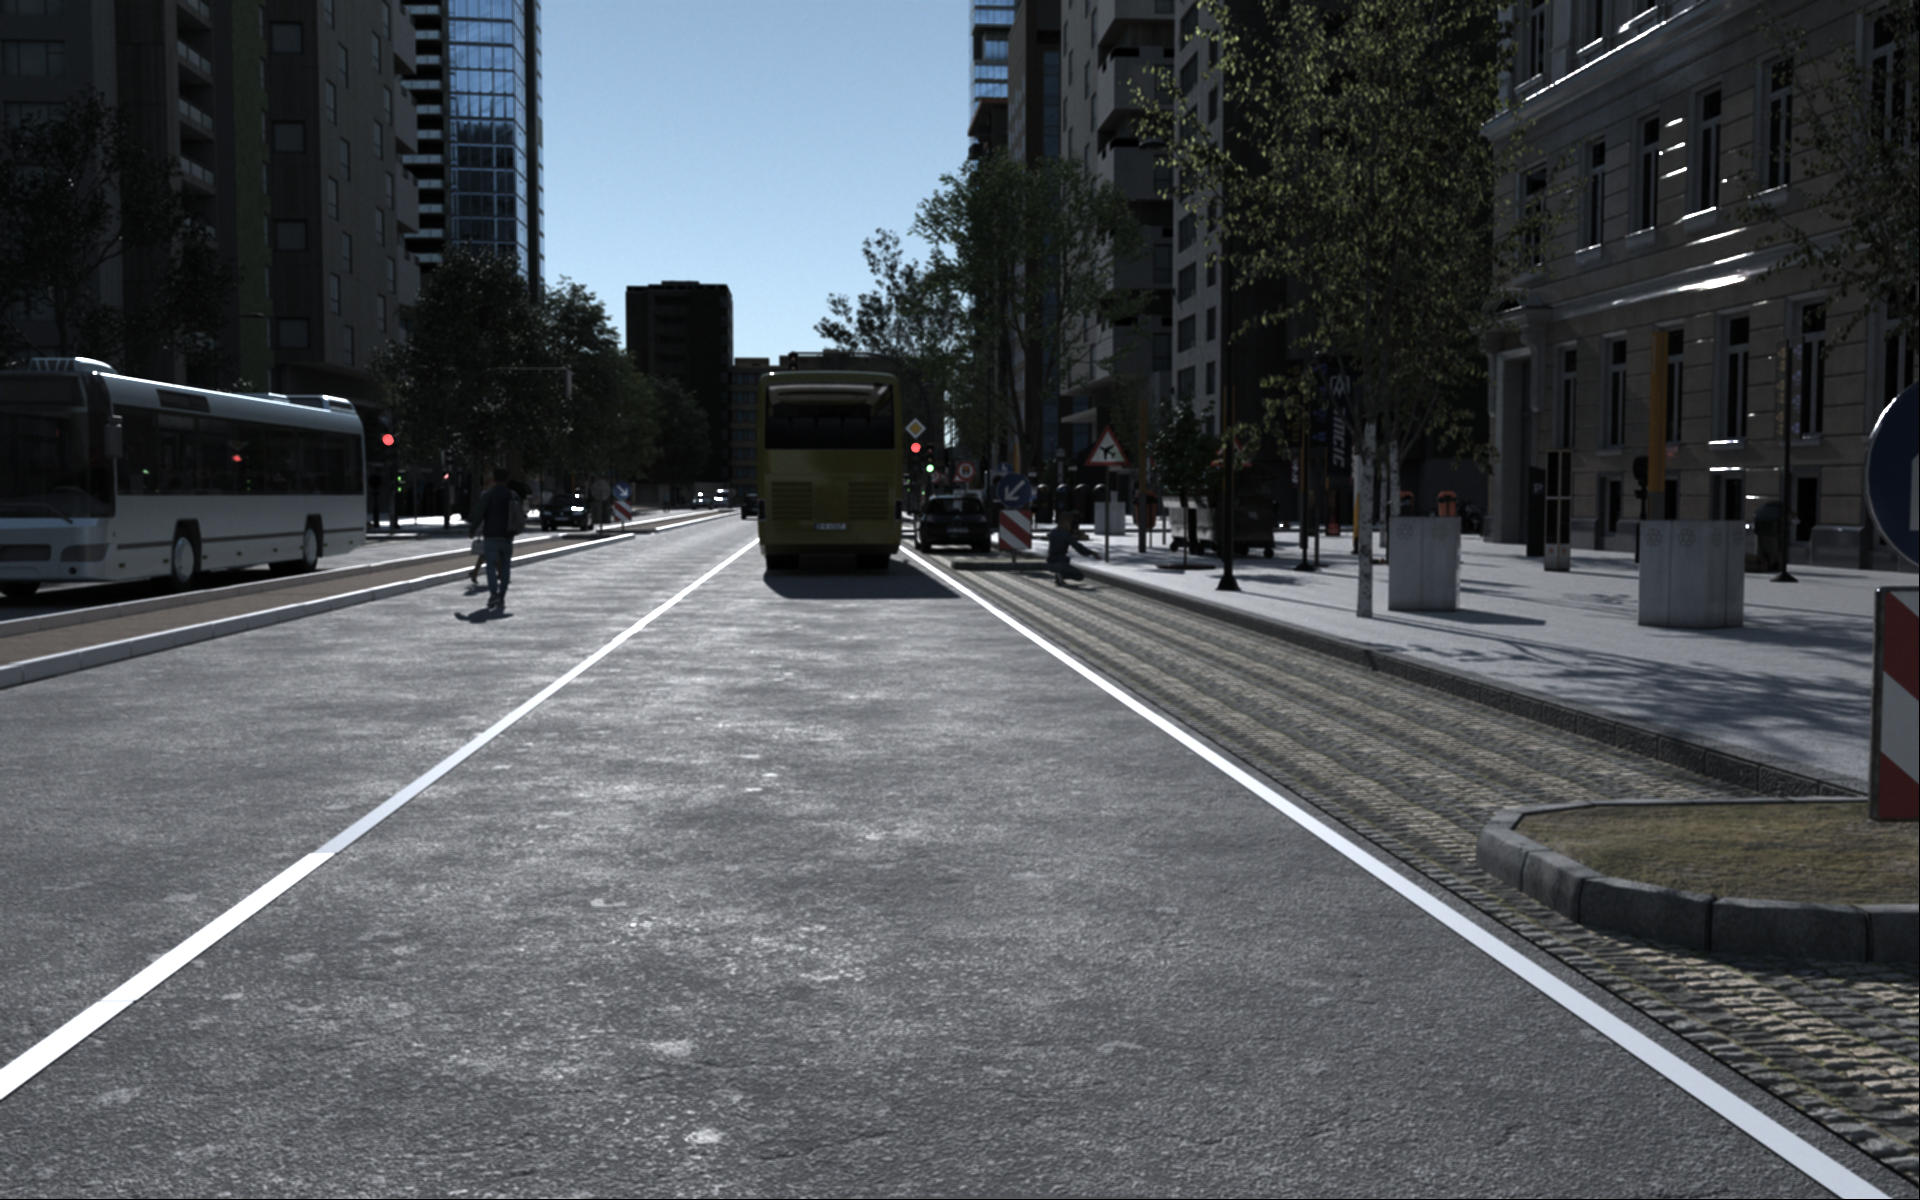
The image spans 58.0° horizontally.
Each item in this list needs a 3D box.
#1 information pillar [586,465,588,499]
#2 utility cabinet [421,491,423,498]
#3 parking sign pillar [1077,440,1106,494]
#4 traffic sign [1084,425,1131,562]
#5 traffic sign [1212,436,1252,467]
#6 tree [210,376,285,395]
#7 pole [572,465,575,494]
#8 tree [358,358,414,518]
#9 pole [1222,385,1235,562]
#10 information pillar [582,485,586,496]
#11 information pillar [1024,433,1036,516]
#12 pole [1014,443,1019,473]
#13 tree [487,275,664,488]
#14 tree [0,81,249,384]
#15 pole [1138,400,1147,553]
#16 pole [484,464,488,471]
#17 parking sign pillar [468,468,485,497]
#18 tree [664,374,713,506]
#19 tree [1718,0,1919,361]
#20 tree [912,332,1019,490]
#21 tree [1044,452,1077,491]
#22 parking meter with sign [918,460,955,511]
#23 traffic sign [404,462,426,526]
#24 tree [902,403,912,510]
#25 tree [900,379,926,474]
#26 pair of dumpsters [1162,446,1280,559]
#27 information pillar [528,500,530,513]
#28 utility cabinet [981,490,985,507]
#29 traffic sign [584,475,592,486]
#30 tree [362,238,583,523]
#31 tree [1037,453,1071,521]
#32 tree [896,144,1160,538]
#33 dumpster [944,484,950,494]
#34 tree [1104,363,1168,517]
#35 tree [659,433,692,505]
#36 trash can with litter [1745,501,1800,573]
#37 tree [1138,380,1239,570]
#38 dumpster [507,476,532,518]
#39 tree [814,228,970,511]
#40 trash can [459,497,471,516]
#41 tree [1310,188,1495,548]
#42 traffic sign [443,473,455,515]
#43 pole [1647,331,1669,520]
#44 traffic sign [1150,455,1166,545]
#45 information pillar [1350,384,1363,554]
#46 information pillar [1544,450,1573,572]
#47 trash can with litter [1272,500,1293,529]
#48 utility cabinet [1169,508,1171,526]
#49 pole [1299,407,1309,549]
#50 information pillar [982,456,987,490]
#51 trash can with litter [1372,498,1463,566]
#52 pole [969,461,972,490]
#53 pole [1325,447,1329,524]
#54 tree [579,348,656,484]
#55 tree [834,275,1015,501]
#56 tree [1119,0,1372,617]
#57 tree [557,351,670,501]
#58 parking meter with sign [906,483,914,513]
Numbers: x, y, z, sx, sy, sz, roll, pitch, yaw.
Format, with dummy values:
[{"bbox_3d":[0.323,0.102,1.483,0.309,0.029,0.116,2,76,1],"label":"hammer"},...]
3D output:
[{"bbox_3d":[-24.215,-7.401,112.365,0.183,3.616,0.504,-1,4,-9],"label":"information pillar"},{"bbox_3d":[-40.435,-7.420,129.994,1.173,1.500,0.318,1,4,9],"label":"utility cabinet"},{"bbox_3d":[5.941,-5.492,78.265,1.447,3.967,1.447,0,4,6],"label":"parking sign pillar"},{"bbox_3d":[2.760,-1.986,32.483,0.884,2.594,0.081,0,4,-3],"label":"traffic sign"},{"bbox_3d":[5.221,-2.055,33.610,0.884,2.594,0.081,0,4,1],"label":"traffic sign"},{"bbox_3d":[-19.886,-3.936,48.072,4.285,4.588,4.351,0,3,0],"label":"tree"},{"bbox_3d":[-25.385,-7.329,113.677,0.158,3.312,0.155,0,3,0],"label":"pole"},{"bbox_3d":[-29.341,-8.528,89.797,4.360,8.622,3.978,0,3,0],"label":"tree"},{"bbox_3d":[5.042,-2.367,32.539,0.158,3.312,0.155,0,3,0],"label":"pole"},{"bbox_3d":[-27.827,-7.585,128.514,0.304,2.012,0.304,3,5,42],"label":"information pillar"},{"bbox_3d":[2.670,-4.582,66.275,0.504,3.616,0.183,0,4,-6],"label":"information pillar"},{"bbox_3d":[2.229,-4.581,68.736,0.158,3.312,0.155,0,3,0],"label":"pole"},{"bbox_3d":[-23.823,-11.979,102.513,9.857,13.997,8.962,0,3,0],"label":"tree"},{"bbox_3d":[-19.418,-6.363,38.450,8.767,10.594,7.601,1,4,20],"label":"tree"},{"bbox_3d":[3.982,-2.687,37.769,0.158,3.312,0.155,0,3,0],"label":"pole"},{"bbox_3d":[-29.891,-7.061,109.286,0.158,3.312,0.155,0,3,0],"label":"pole"},{"bbox_3d":[-37.791,-8.989,135.445,1.447,3.967,1.447,0,4,8],"label":"parking sign pillar"},{"bbox_3d":[-30.282,-16.851,182.173,9.857,13.997,8.962,0,3,0],"label":"tree"},{"bbox_3d":[11.134,-4.239,19.667,4.360,8.622,3.978,0,3,0],"label":"tree"},{"bbox_3d":[0.586,-7.904,79.585,4.737,8.622,4.395,0,3,0],"label":"tree"},{"bbox_3d":[8.173,-9.125,132.911,4.285,4.588,4.351,0,3,0],"label":"tree"},{"bbox_3d":[-1.185,-5.673,89.008,1.738,3.016,0.543,-1,4,-10],"label":"parking meter with sign"},{"bbox_3d":[-21.941,-4.265,69.741,0.884,2.594,0.081,0,4,2],"label":"traffic sign"},{"bbox_3d":[-3.171,-9.827,111.026,4.737,8.622,4.395,0,3,0],"label":"tree"},{"bbox_3d":[-7.943,-16.902,182.999,9.857,13.997,8.962,0,3,0],"label":"tree"},{"bbox_3d":[5.450,-2.073,36.393,1.574,2.255,4.437,0,4,-5],"label":"pair of dumpsters"},{"bbox_3d":[-29.605,-6.961,118.307,0.304,2.012,0.304,-3,5,-42],"label":"information pillar"},{"bbox_3d":[1.199,-4.681,85.209,0.318,1.500,1.173,3,5,42],"label":"utility cabinet"},{"bbox_3d":[-25.257,-7.165,117.252,0.768,2.556,0.104,0,4,3],"label":"traffic sign"},{"bbox_3d":[-21.714,-9.826,77.665,9.611,12.733,9.660,0,3,0],"label":"tree"},{"bbox_3d":[4.467,-5.310,81.419,1.663,3.219,1.824,0,3,0],"label":"tree"},{"bbox_3d":[1.995,-7.638,50.644,9.928,11.665,9.643,0,3,0],"label":"tree"},{"bbox_3d":[-1.251,-6.351,106.336,1.502,2.255,1.985,0,4,-5],"label":"dumpster"},{"bbox_3d":[9.800,-8.889,95.701,4.737,8.622,4.395,0,3,0],"label":"tree"},{"bbox_3d":[-33.348,-15.665,206.482,4.360,8.622,3.978,0,3,0],"label":"tree"},{"bbox_3d":[13.291,-1.046,28.482,1.055,1.170,0.624,-3,5,-41],"label":"trash can with litter"},{"bbox_3d":[3.875,-2.140,29.589,1.663,3.219,1.824,0,3,0],"label":"tree"},{"bbox_3d":[-23.257,-5.382,90.491,1.502,2.255,1.985,0,4,-4],"label":"dumpster"},{"bbox_3d":[-5.387,-16.544,126.384,12.611,20.169,13.585,0,3,0],"label":"tree"},{"bbox_3d":[-28.076,-5.298,98.273,0.748,1.137,0.748,0,3,0],"label":"trash can"},{"bbox_3d":[10.385,-5.564,41.341,4.737,8.622,4.395,0,3,0],"label":"tree"},{"bbox_3d":[-25.261,-5.110,85.686,0.606,2.300,0.079,0,4,1],"label":"traffic sign"},{"bbox_3d":[8.793,-1.713,21.856,0.158,3.312,0.155,0,3,0],"label":"pole"},{"bbox_3d":[5.186,-2.680,43.926,0.768,2.556,0.104,0,4,1],"label":"traffic sign"},{"bbox_3d":[8.452,-2.779,36.792,0.183,3.616,0.504,0,4,3],"label":"information pillar"},{"bbox_3d":[9.945,-1.486,28.792,0.304,2.012,0.304,-2,4,-30],"label":"information pillar"},{"bbox_3d":[11.814,-3.246,64.465,1.055,1.170,0.624,-1,4,-16],"label":"trash can with litter"},{"bbox_3d":[8.417,-3.626,67.959,0.318,1.500,1.173,0,4,1],"label":"utility cabinet"},{"bbox_3d":[8.091,-2.865,40.678,0.158,3.312,0.155,0,3,0],"label":"pole"},{"bbox_3d":[1.524,-6.950,104.995,0.504,3.616,0.183,3,5,44],"label":"information pillar"},{"bbox_3d":[8.418,-1.261,31.682,2.233,1.210,1.678,-2,4,-24],"label":"trash can with litter"},{"bbox_3d":[0.670,-6.997,108.243,0.158,3.312,0.155,0,3,0],"label":"pole"},{"bbox_3d":[14.885,-4.671,70.213,0.158,3.312,0.155,0,3,0],"label":"pole"},{"bbox_3d":[-26.906,-13.224,134.332,7.486,12.596,7.792,0,3,0],"label":"tree"},{"bbox_3d":[-1.982,-11.427,97.195,12.009,13.543,11.850,0,3,0],"label":"tree"},{"bbox_3d":[4.102,-4.140,18.057,4.360,8.622,3.978,0,3,0],"label":"tree"},{"bbox_3d":[-25.967,-12.058,122.905,9.928,11.665,9.643,0,3,0],"label":"tree"},{"bbox_3d":[-3.215,-7.300,115.623,1.738,3.016,0.543,1,4,14],"label":"parking meter with sign"}]
